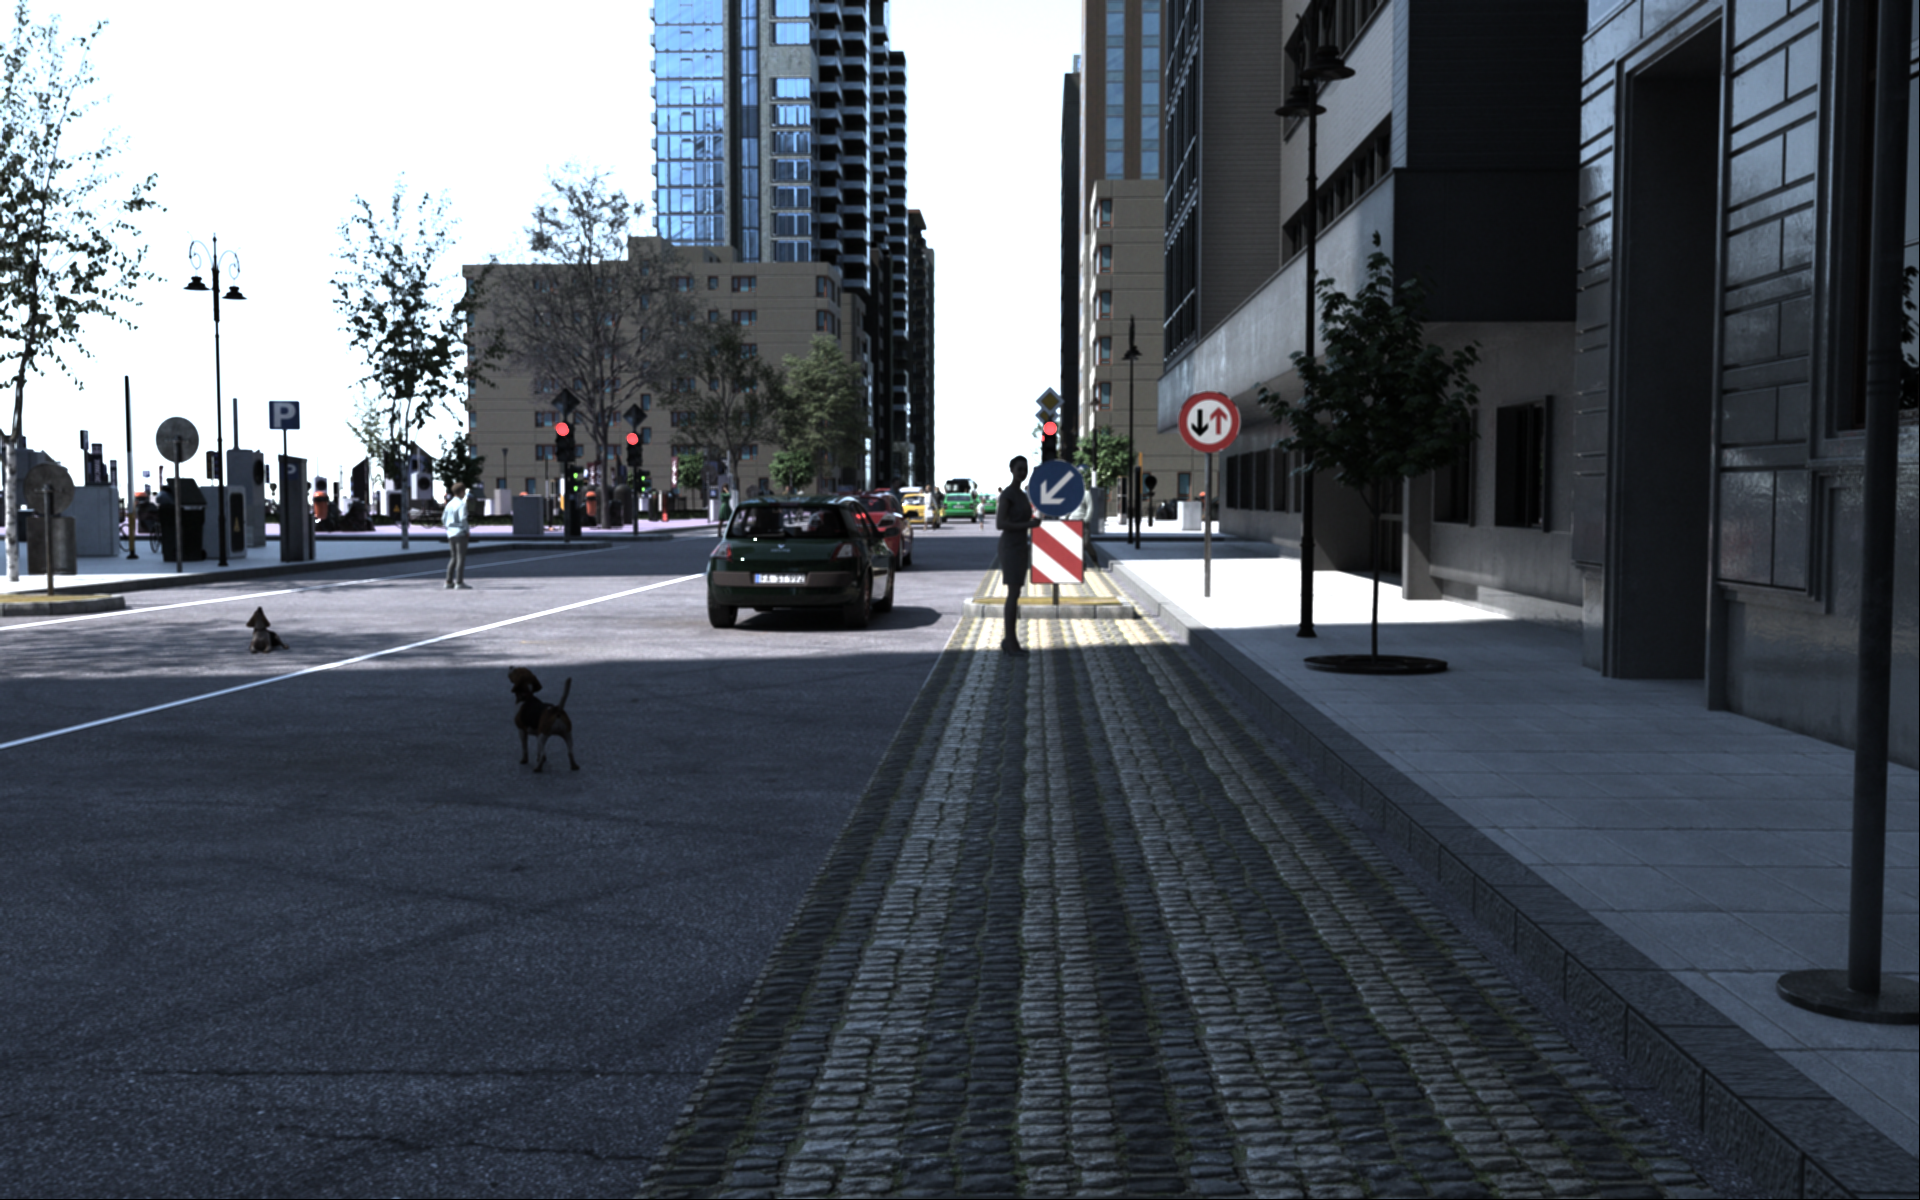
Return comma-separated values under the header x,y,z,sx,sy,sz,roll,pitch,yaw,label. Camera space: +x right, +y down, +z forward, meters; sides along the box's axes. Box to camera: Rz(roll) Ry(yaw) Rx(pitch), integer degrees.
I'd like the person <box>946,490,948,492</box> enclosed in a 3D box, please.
x,y,z,sx,sy,sz,roll,pitch,yaw,label
-1.135,-7.101,125.268,0.598,1.740,0.731,0,3,0,person

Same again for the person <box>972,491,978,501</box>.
x,y,z,sx,sy,sz,roll,pitch,yaw,label
1.387,-8.791,152.955,0.721,1.735,1.217,-3,5,-43,person

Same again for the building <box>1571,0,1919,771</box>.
x,y,z,sx,sy,sz,roll,pitch,yaw,label
9.193,-10.162,2.311,11.583,22.565,21.152,0,4,2,building

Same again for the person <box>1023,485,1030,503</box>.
x,y,z,sx,sy,sz,roll,pitch,yaw,label
2.539,-3.576,67.233,0.793,1.790,0.793,0,4,5,person

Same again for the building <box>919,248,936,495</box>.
x,y,z,sx,sy,sz,roll,pitch,yaw,label
-11.381,-36.475,279.959,14.154,41.232,14.086,0,4,2,building

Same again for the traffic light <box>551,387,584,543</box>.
x,y,z,sx,sy,sz,roll,pitch,yaw,label
-10.375,-3.472,45.685,0.839,4.253,0.868,0,4,2,traffic light

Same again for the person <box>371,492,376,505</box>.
x,y,z,sx,sy,sz,roll,pitch,yaw,label
-71.780,-12.408,212.302,0.756,1.711,0.436,-1,4,-16,person

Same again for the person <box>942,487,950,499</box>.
x,y,z,sx,sy,sz,roll,pitch,yaw,label
-0.864,-6.123,108.381,0.659,1.850,0.755,1,4,19,person

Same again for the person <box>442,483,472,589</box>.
x,y,z,sx,sy,sz,roll,pitch,yaw,label
-7.552,-0.966,26.097,0.330,1.601,0.589,-3,5,-41,person

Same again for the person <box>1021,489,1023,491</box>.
x,y,z,sx,sy,sz,roll,pitch,yaw,label
4.497,-7.294,127.734,0.794,1.824,0.713,-1,4,-23,person

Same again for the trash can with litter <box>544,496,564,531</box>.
x,y,z,sx,sy,sz,roll,pitch,yaw,label
-14.304,-3.044,60.830,1.678,1.210,2.233,-1,4,-16,trash can with litter

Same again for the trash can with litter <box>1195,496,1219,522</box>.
x,y,z,sx,sy,sz,roll,pitch,yaw,label
11.679,-4.233,80.604,1.055,1.170,0.624,-2,4,-24,trash can with litter

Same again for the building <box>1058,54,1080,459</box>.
x,y,z,sx,sy,sz,roll,pitch,yaw,label
24.834,-57.078,245.900,22.319,86.520,31.000,0,4,2,building

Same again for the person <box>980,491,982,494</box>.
x,y,z,sx,sy,sz,roll,pitch,yaw,label
1.938,-9.539,165.175,0.721,1.736,1.217,-1,4,-21,person

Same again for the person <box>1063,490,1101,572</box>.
x,y,z,sx,sy,sz,roll,pitch,yaw,label
2.186,-1.405,31.961,0.515,1.767,0.782,-3,5,-43,person

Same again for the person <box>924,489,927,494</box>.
x,y,z,sx,sy,sz,roll,pitch,yaw,label
-2.351,-6.863,120.810,0.767,1.812,0.694,-1,4,-22,person

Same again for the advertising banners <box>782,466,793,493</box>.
x,y,z,sx,sy,sz,roll,pitch,yaw,label
-10.808,-6.867,108.461,0.090,3.025,2.074,1,4,13,advertising banners

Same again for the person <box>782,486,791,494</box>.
x,y,z,sx,sy,sz,roll,pitch,yaw,label
-8.183,-4.463,81.388,0.836,1.842,0.656,0,4,1,person

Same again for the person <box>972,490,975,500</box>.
x,y,z,sx,sy,sz,roll,pitch,yaw,label
1.291,-9.405,162.279,0.705,1.823,1.348,-1,4,-13,person

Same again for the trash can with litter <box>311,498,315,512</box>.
x,y,z,sx,sy,sz,roll,pitch,yaw,label
-41.995,-6.210,112.916,0.624,1.170,1.055,-2,4,-23,trash can with litter

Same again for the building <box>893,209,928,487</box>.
x,y,z,sx,sy,sz,roll,pitch,yaw,label
-16.295,-36.940,258.596,22.147,44.769,28.867,0,4,2,building

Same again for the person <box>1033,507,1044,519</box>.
x,y,z,sx,sy,sz,roll,pitch,yaw,label
2.958,-3.247,62.345,0.760,1.731,0.466,1,4,20,person

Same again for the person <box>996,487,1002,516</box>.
x,y,z,sx,sy,sz,roll,pitch,yaw,label
1.809,-4.023,74.840,0.480,1.755,0.524,2,4,34,person

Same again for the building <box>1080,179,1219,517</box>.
x,y,z,sx,sy,sz,roll,pitch,yaw,label
21.853,-16.170,109.420,27.650,21.520,28.899,0,4,2,building

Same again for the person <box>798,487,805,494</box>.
x,y,z,sx,sy,sz,roll,pitch,yaw,label
-8.420,-5.101,92.029,0.709,1.813,0.853,3,5,44,person

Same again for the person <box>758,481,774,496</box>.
x,y,z,sx,sy,sz,roll,pitch,yaw,label
-6.045,-2.827,54.495,0.659,1.850,0.755,-1,4,-16,person

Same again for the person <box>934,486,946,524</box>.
x,y,z,sx,sy,sz,roll,pitch,yaw,label
-1.233,-4.479,81.947,0.699,1.804,1.509,-2,4,-25,person

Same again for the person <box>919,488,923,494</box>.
x,y,z,sx,sy,sz,roll,pitch,yaw,label
-2.091,-5.090,92.469,0.760,1.731,0.466,-1,4,-17,person

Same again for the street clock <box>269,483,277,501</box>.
x,y,z,sx,sy,sz,roll,pitch,yaw,label
-43.629,-6.452,110.068,0.471,2.002,0.358,2,4,25,street clock

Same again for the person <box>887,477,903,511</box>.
x,y,z,sx,sy,sz,roll,pitch,yaw,label
-1.567,-1.927,40.021,0.620,1.820,0.660,2,4,27,person

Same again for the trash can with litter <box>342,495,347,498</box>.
x,y,z,sx,sy,sz,roll,pitch,yaw,label
-44.855,-7.076,126.755,2.233,1.210,1.678,2,4,30,trash can with litter

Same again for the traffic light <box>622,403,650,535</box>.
x,y,z,sx,sy,sz,roll,pitch,yaw,label
-10.051,-3.960,53.664,0.839,4.253,0.868,0,4,2,traffic light

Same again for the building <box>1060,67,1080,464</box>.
x,y,z,sx,sy,sz,roll,pitch,yaw,label
21.917,-34.720,191.371,21.300,48.544,21.600,0,4,2,building

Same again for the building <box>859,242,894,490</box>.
x,y,z,sx,sy,sz,roll,pitch,yaw,label
-15.066,-25.980,196.472,14.160,30.474,14.107,0,4,2,building

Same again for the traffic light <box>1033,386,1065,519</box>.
x,y,z,sx,sy,sz,roll,pitch,yaw,label
2.327,-3.441,45.188,0.839,4.253,0.868,0,4,2,traffic light

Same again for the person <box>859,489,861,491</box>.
x,y,z,sx,sy,sz,roll,pitch,yaw,label
-6.924,-6.790,119.852,0.374,1.781,0.599,2,4,29,person

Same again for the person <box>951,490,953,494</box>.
x,y,z,sx,sy,sz,roll,pitch,yaw,label
-0.744,-8.039,140.469,0.617,1.759,0.750,-2,4,-35,person

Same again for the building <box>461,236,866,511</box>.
x,y,z,sx,sy,sz,roll,pitch,yaw,label
-22.992,-18.298,144.205,27.650,21.520,28.899,0,4,2,building

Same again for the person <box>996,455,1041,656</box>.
x,y,z,sx,sy,sz,roll,pitch,yaw,label
0.521,-0.406,15.485,0.374,1.781,0.599,2,4,25,person

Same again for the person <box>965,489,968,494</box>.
x,y,z,sx,sy,sz,roll,pitch,yaw,label
0.467,-6.434,113.977,0.520,1.790,0.573,2,4,32,person

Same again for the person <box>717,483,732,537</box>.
x,y,z,sx,sy,sz,roll,pitch,yaw,label
-7.843,-3.005,57.873,0.529,1.795,0.600,0,4,5,person

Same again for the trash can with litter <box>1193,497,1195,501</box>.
x,y,z,sx,sy,sz,roll,pitch,yaw,label
11.461,-4.300,81.698,1.055,1.170,0.624,0,4,-3,trash can with litter

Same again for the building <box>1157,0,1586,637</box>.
x,y,z,sx,sy,sz,roll,pitch,yaw,label
11.480,-12.807,28.464,14.314,24.678,30.058,0,4,2,building

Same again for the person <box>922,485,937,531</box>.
x,y,z,sx,sy,sz,roll,pitch,yaw,label
-1.182,-3.593,67.599,0.624,1.780,0.694,0,3,0,person

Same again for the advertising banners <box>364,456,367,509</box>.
x,y,z,sx,sy,sz,roll,pitch,yaw,label
-27.277,-5.093,79.454,0.090,3.025,2.074,-1,4,-16,advertising banners

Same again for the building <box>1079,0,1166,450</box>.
x,y,z,sx,sy,sz,roll,pitch,yaw,label
17.400,-30.524,149.177,14.600,45.320,14.200,0,4,2,building

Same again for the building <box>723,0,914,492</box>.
x,y,z,sx,sy,sz,roll,pitch,yaw,label
-16.853,-55.949,227.442,22.319,86.520,31.000,0,4,2,building

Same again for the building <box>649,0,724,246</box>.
x,y,z,sx,sy,sz,roll,pitch,yaw,label
-19.252,-52.583,172.401,22.319,86.520,31.000,0,4,2,building

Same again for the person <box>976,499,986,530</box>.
x,y,z,sx,sy,sz,roll,pitch,yaw,label
0.844,-3.402,68.800,0.352,1.250,0.332,-1,4,-18,person

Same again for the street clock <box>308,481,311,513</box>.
x,y,z,sx,sy,sz,roll,pitch,yaw,label
-37.447,-5.799,99.381,0.358,2.002,0.471,3,4,38,street clock

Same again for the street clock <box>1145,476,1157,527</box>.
x,y,z,sx,sy,sz,roll,pitch,yaw,label
7.462,-3.865,67.765,0.471,2.002,0.358,0,4,7,street clock
